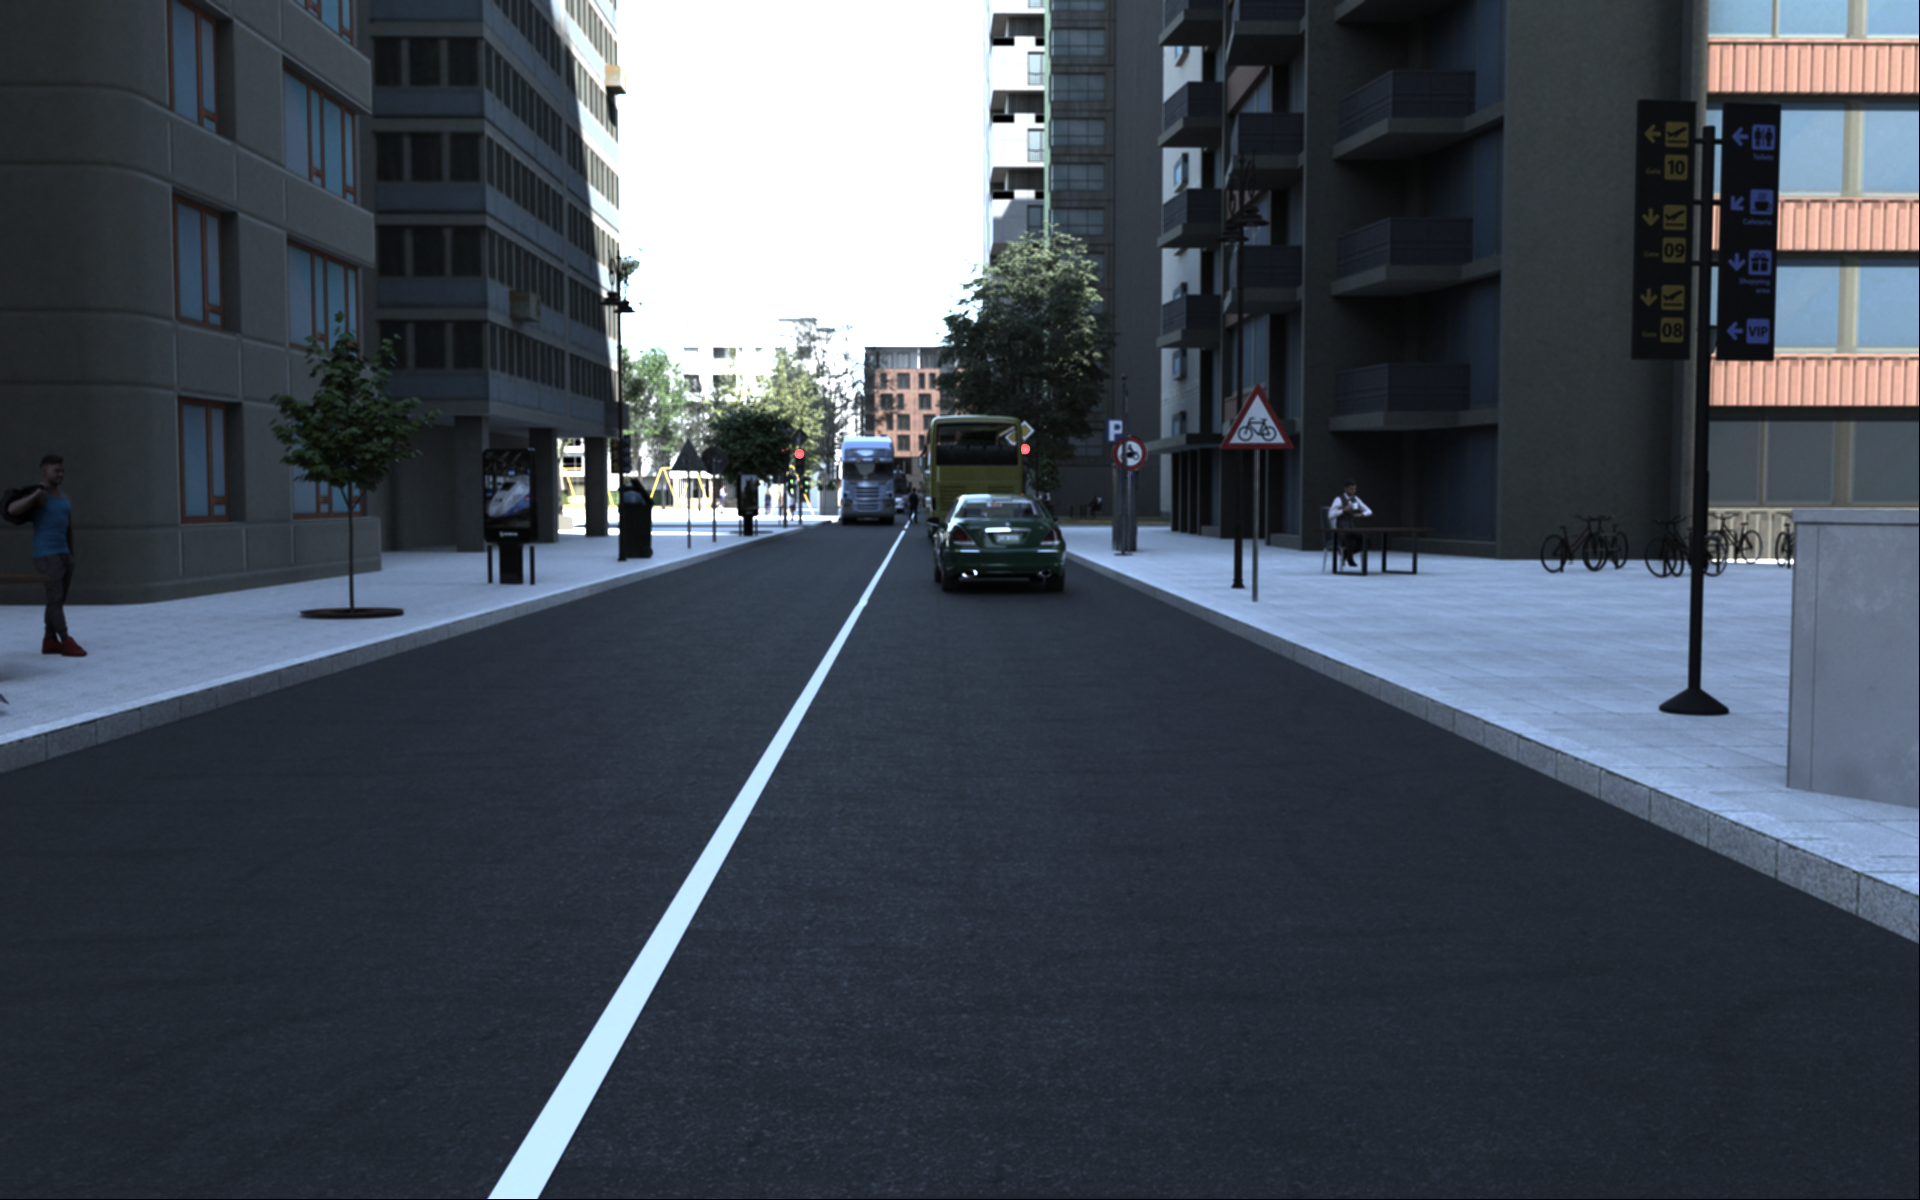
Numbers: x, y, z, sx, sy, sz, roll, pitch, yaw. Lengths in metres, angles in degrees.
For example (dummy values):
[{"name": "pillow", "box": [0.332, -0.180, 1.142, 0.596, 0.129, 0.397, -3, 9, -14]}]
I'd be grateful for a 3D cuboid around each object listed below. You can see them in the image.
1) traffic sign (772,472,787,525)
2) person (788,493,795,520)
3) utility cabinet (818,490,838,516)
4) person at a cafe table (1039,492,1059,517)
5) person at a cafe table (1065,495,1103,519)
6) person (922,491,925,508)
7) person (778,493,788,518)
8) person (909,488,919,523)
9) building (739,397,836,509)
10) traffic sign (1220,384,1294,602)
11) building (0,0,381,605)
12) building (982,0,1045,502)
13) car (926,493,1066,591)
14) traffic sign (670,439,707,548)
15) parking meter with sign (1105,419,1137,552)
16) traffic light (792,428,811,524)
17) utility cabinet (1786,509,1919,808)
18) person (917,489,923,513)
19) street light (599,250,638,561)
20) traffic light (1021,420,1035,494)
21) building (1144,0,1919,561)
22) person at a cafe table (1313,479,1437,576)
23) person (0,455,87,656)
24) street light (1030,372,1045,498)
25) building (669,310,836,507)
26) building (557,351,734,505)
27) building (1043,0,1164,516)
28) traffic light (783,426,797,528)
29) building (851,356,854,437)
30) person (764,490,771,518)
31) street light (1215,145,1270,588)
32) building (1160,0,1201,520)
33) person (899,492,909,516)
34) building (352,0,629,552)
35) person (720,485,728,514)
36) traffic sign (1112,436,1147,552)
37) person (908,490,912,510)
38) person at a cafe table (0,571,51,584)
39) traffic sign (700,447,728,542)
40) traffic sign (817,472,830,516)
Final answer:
[{"name": "traffic sign", "box": [-7.595, -4.327, 72.871, 0.606, 2.300, 0.079, 0, 4, 4]}, {"name": "person", "box": [-8.274, -4.598, 85.136, 0.340, 1.345, 0.435, -3, 5, -42]}, {"name": "utility cabinet", "box": [-7.781, -5.717, 102.154, 1.173, 1.500, 0.318, -1, 4, -23]}, {"name": "person at a cafe table", "box": [4.301, -5.008, 90.397, 1.698, 1.524, 1.622, 1, 4, 14]}, {"name": "person at a cafe table", "box": [6.767, -4.925, 91.382, 1.726, 1.238, 1.698, -3, 4, -39]}, {"name": "person", "box": [-3.922, -10.481, 180.395, 0.750, 1.759, 0.617, 2, 4, 31]}, {"name": "person", "box": [-9.624, -5.145, 94.065, 0.435, 1.345, 0.340, -3, 5, -41]}, {"name": "person", "box": [-2.230, -4.657, 85.345, 0.576, 1.737, 0.504, 2, 4, 23]}, {"name": "building", "box": [-16.206, -13.522, 163.224, 9.099, 9.664, 28.070, 0, 4, -1]}, {"name": "traffic sign", "box": [3.515, -1.258, 20.568, 0.884, 2.594, 0.081, 0, 4, 0]}, {"name": "building", "box": [-23.200, -10.308, 13.579, 27.650, 21.520, 28.899, 0, 4, -1]}, {"name": "building", "box": [15.527, -33.368, 134.802, 28.713, 52.752, 27.495, 0, 4, -1]}, {"name": "car", "box": [0.559, -0.926, 26.941, 2.131, 1.459, 4.920, 0, 4, -3]}, {"name": "traffic sign", "box": [-6.392, -2.497, 40.825, 0.884, 2.594, 0.081, 0, 4, 2]}, {"name": "parking meter with sign", "box": [3.709, -2.639, 39.404, 0.543, 3.016, 1.738, 0, 4, -6]}, {"name": "traffic light", "box": [-6.785, -5.185, 73.693, 0.839, 4.253, 0.868, 0, 4, -1]}, {"name": "utility cabinet", "box": [3.997, 0.244, 7.180, 0.306, 1.237, 1.020, -2, 4, -32]}, {"name": "person", "box": [-3.133, -7.302, 128.029, 0.875, 1.805, 0.789, 3, 5, 41]}, {"name": "street light", "box": [-6.477, -3.684, 33.020, 0.468, 5.910, 1.993, 0, 4, -1]}, {"name": "traffic light", "box": [2.433, -4.709, 65.905, 0.839, 4.253, 0.868, 0, 4, -1]}, {"name": "building", "box": [17.144, -23.945, 46.127, 22.147, 44.769, 28.867, 0, 4, -1]}, {"name": "person at a cafe table", "box": [6.499, -1.192, 27.999, 1.698, 1.524, 1.622, -2, 4, -28]}, {"name": "person", "box": [-7.230, -0.358, 13.763, 0.662, 1.594, 0.647, 0, 4, 1]}, {"name": "street light", "box": [2.926, -5.674, 65.550, 0.468, 5.910, 1.993, 0, 4, -1]}, {"name": "building", "box": [-21.736, -19.943, 182.487, 16.016, 20.091, 11.380, 0, 4, -1]}, {"name": "building", "box": [-40.589, -21.211, 213.260, 31.486, 18.905, 16.747, 0, 4, -1]}, {"name": "building", "box": [12.025, -25.811, 105.611, 14.154, 41.232, 14.086, 0, 4, -1]}, {"name": "traffic light", "box": [-6.626, -4.697, 65.709, 0.839, 4.253, 0.868, 0, 4, -1]}, {"name": "building", "box": [-18.902, -21.882, 214.189, 11.380, 20.091, 16.016, 0, 4, -1]}, {"name": "person", "box": [-10.314, -5.178, 93.239, 0.480, 1.512, 0.613, -3, 5, -42]}, {"name": "street light", "box": [3.797, -3.100, 23.470, 0.468, 5.910, 1.993, 0, 4, -1]}, {"name": "building", "box": [21.082, -28.226, 85.192, 21.600, 48.544, 21.300, 0, 4, -1]}, {"name": "person", "box": [-3.493, -6.244, 112.540, 0.963, 1.587, 0.435, -1, 4, -18]}, {"name": "building", "box": [-21.876, -21.660, 46.020, 23.993, 40.220, 32.217, 0, 4, -1]}, {"name": "person", "box": [-15.002, -6.392, 110.420, 0.599, 1.838, 0.709, 0, 4, -3]}, {"name": "traffic sign", "box": [3.718, -2.320, 38.044, 0.768, 2.556, 0.104, 0, 4, 1]}, {"name": "person", "box": [-4.487, -9.160, 158.344, 1.350, 1.814, 0.705, 0, 4, -5]}, {"name": "person at a cafe table", "box": [-7.465, -0.062, 11.875, 1.726, 1.238, 1.698, 3, 5, 42]}, {"name": "traffic sign", "box": [-6.588, -2.830, 46.379, 0.768, 2.556, 0.104, 1, 4, 9]}, {"name": "traffic sign", "box": [-7.962, -6.187, 101.265, 0.768, 2.556, 0.104, 0, 4, 8]}]
